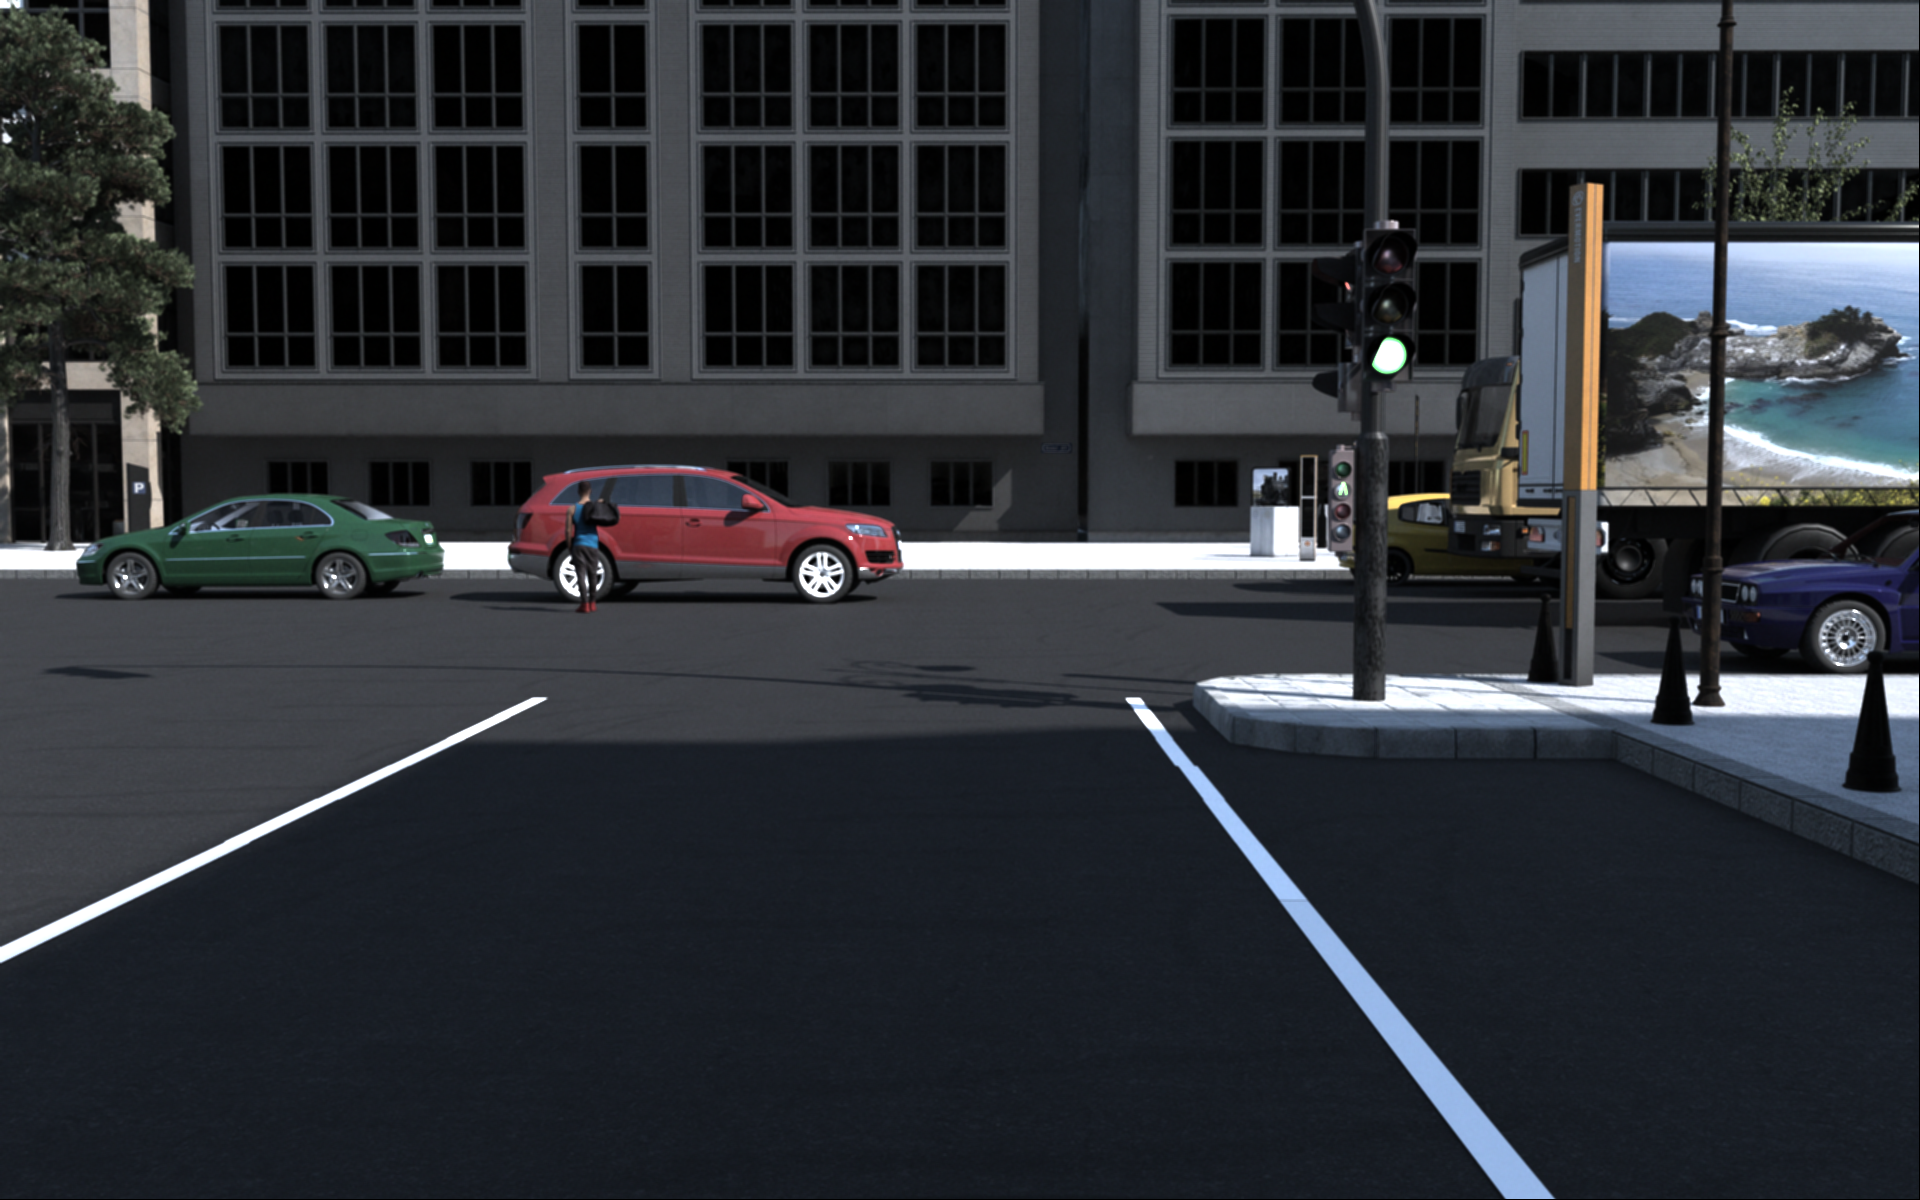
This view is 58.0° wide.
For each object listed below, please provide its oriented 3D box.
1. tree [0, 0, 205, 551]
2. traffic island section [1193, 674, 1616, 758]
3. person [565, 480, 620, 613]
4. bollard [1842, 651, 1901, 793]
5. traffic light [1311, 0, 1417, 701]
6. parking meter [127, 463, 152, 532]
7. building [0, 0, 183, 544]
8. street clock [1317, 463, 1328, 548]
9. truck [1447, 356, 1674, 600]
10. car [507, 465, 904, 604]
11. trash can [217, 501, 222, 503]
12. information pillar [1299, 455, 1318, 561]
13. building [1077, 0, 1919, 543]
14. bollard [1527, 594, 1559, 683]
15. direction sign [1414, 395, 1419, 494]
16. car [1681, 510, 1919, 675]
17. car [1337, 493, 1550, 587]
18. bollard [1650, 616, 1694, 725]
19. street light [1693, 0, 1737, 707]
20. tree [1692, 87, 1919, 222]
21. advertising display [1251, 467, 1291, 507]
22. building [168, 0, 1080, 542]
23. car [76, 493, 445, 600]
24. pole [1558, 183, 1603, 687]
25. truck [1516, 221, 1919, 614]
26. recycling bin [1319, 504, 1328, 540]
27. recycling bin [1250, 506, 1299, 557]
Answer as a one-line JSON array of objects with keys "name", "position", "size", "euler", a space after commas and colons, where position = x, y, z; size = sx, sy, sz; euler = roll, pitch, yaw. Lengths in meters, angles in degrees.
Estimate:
[{"name": "tree", "position": [-20.266, -7.140, 38.797], "size": [6.751, 12.117, 7.091], "euler": [0, 3, 0]}, {"name": "traffic island section", "position": [2.568, 0.700, 10.839], "size": [2.009, 0.180, 2.903], "euler": [0, 4, 0]}, {"name": "person", "position": [-4.474, -0.651, 21.008], "size": [0.647, 1.594, 0.662], "euler": [-2, 4, -32]}, {"name": "bollard", "position": [3.976, 0.520, 7.536], "size": [0.229, 0.601, 0.229], "euler": [0, 3, 0]}, {"name": "traffic light", "position": [0.436, -2.197, 10.597], "size": [4.771, 5.953, 1.251], "euler": [0, 4, 0]}, {"name": "parking meter", "position": [-15.521, -1.656, 32.780], "size": [0.399, 1.863, 0.255], "euler": [-2, 4, -30]}, {"name": "building", "position": [-37.791, -15.233, 53.569], "size": [34.151, 26.468, 19.350], "euler": [0, 4, 0]}, {"name": "street clock", "position": [8.582, -2.228, 40.994], "size": [0.471, 2.002, 0.358], "euler": [2, 4, 25]}, {"name": "truck", "position": [11.164, -1.745, 24.459], "size": [9.791, 3.379, 3.469], "euler": [0, 4, 2]}, {"name": "car", "position": [-3.417, -0.910, 23.546], "size": [5.304, 1.827, 2.281], "euler": [0, 4, 2]}, {"name": "trash can", "position": [-15.416, -1.543, 36.880], "size": [0.748, 1.137, 0.748], "euler": [0, 3, 0]}, {"name": "information pillar", "position": [6.663, -1.751, 33.123], "size": [0.304, 2.012, 0.304], "euler": [1, 4, 15]}, {"name": "building", "position": [18.306, -14.126, 50.034], "size": [30.058, 24.678, 14.314], "euler": [0, 4, 0]}, {"name": "bollard", "position": [4.004, 0.256, 11.857], "size": [0.229, 0.601, 0.229], "euler": [0, 3, 0]}, {"name": "direction sign", "position": [10.545, -2.938, 40.032], "size": [0.379, 3.537, 0.876], "euler": [1, 4, 18]}, {"name": "car", "position": [8.205, -0.112, 14.409], "size": [3.894, 1.354, 1.945], "euler": [0, 4, 2]}, {"name": "car", "position": [8.071, -1.063, 27.600], "size": [3.980, 1.641, 2.015], "euler": [0, 4, 0]}, {"name": "bollard", "position": [3.995, 0.388, 9.696], "size": [0.229, 0.601, 0.229], "euler": [0, 3, 0]}, {"name": "street light", "position": [4.552, -2.297, 10.348], "size": [0.468, 5.910, 1.993], "euler": [0, 4, 0]}, {"name": "tree", "position": [15.525, -5.015, 32.365], "size": [4.737, 8.622, 4.395], "euler": [0, 3, 0]}, {"name": "advertising display", "position": [7.407, -2.205, 41.266], "size": [0.974, 1.923, 0.123], "euler": [2, 4, 33]}, {"name": "building", "position": [-8.727, -15.723, 50.571], "size": [24.014, 27.812, 14.314], "euler": [0, 4, 0]}, {"name": "car", "position": [-9.788, -0.764, 24.294], "size": [4.920, 1.459, 2.131], "euler": [0, 4, -1]}, {"name": "pole", "position": [4.131, -1.081, 11.522], "size": [0.158, 3.312, 0.155], "euler": [0, 3, 0]}, {"name": "truck", "position": [12.118, -1.846, 19.104], "size": [11.283, 4.237, 2.839], "euler": [0, 4, -1]}, {"name": "recycling bin", "position": [9.141, -1.808, 42.121], "size": [0.722, 1.027, 0.722], "euler": [0, 4, 4]}, {"name": "recycling bin", "position": [6.438, -1.401, 35.464], "size": [0.722, 1.027, 0.722], "euler": [-2, 4, -32]}]
